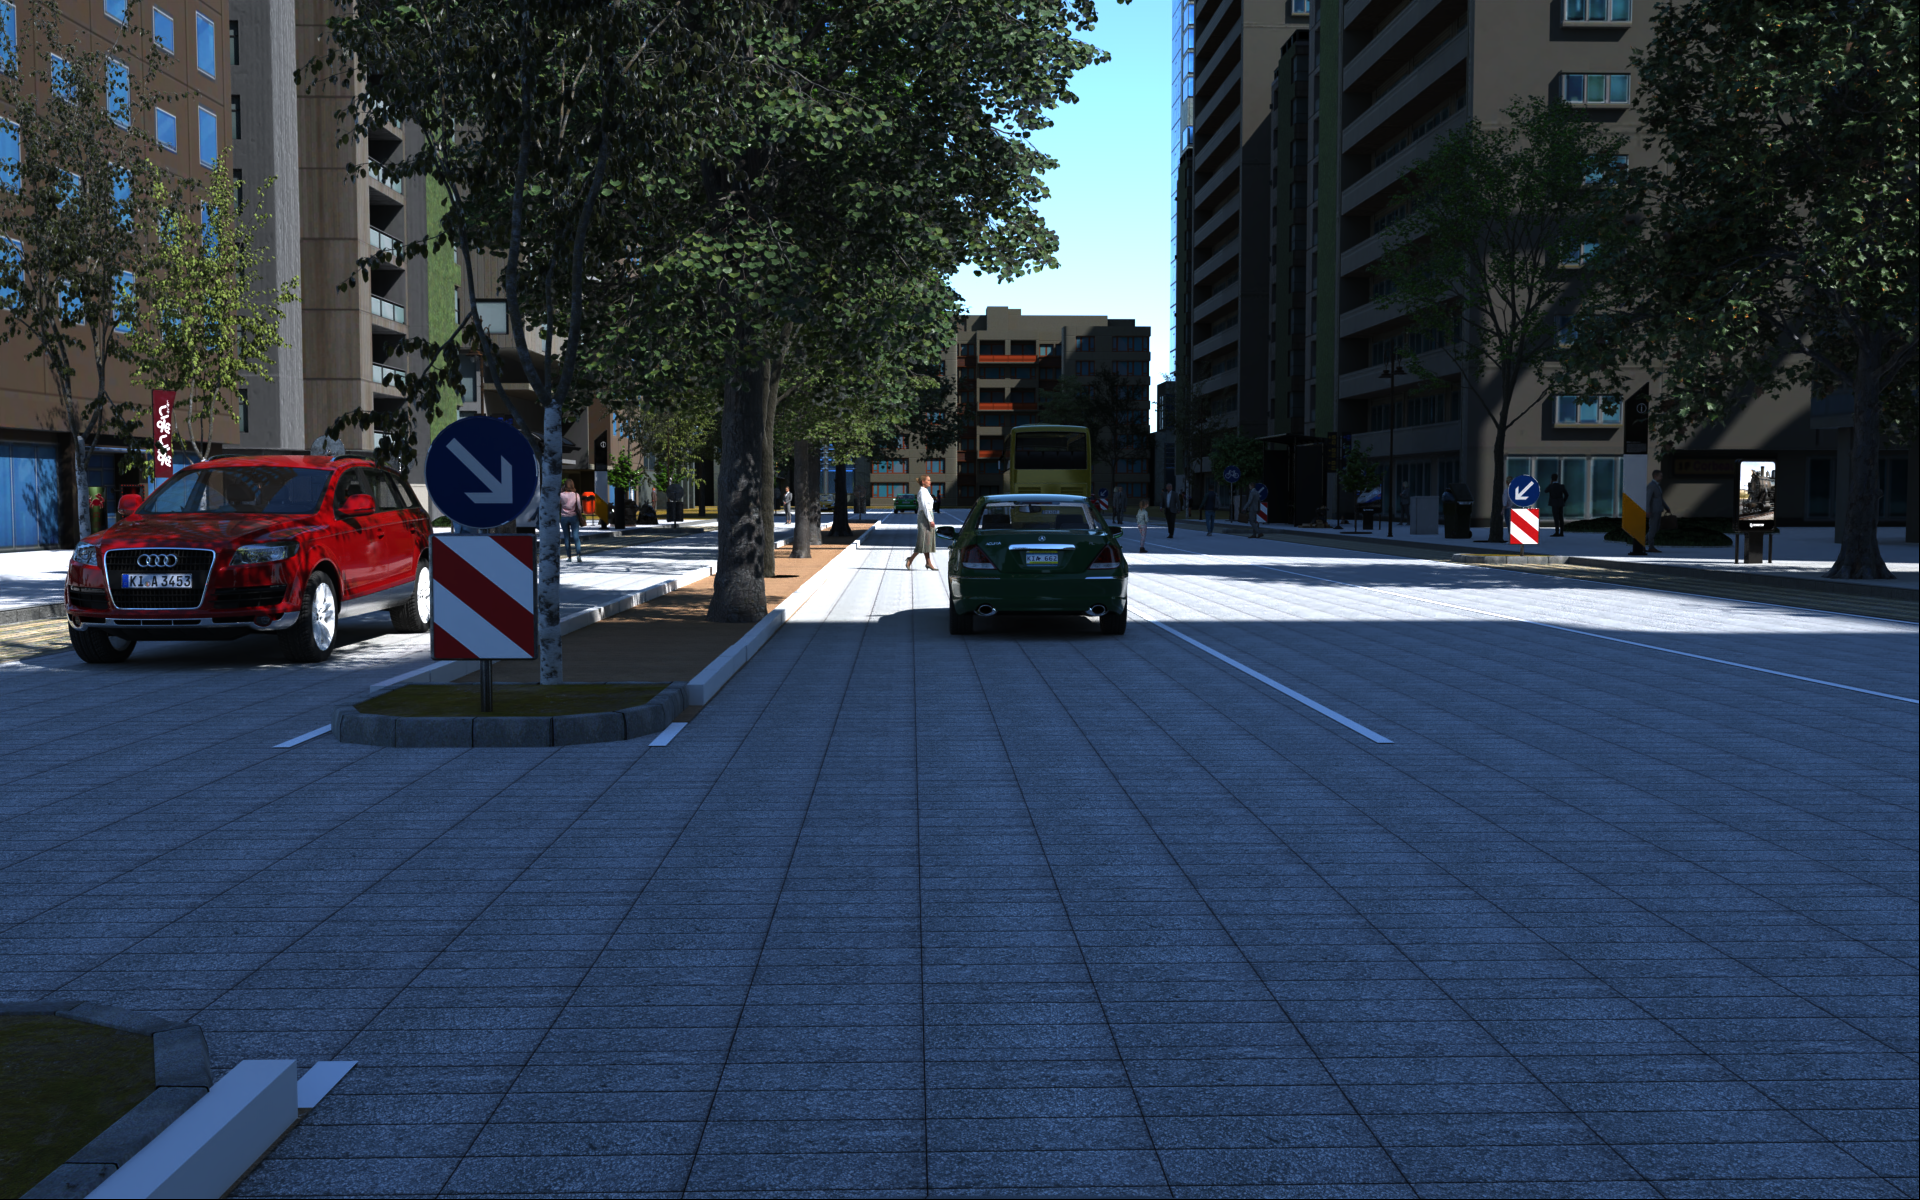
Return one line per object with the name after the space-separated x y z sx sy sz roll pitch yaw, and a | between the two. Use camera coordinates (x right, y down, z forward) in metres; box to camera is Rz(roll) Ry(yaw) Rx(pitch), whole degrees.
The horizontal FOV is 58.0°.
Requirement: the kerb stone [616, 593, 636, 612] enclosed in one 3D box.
-4.163 0.054 21.310 0.120 0.150 1.000 0 4 -2 | kerb stone

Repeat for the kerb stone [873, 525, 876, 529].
-3.339 -2.644 65.420 0.120 0.150 1.000 0 4 -2 | kerb stone

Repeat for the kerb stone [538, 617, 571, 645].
-4.046 0.306 17.200 0.120 0.150 1.000 0 4 -2 | kerb stone

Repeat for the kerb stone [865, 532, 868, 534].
-3.013 -1.953 54.125 0.120 0.150 1.000 0 4 -2 | kerb stone

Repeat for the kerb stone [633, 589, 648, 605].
-4.199 -0.009 22.337 0.120 0.150 1.000 0 4 -2 | kerb stone

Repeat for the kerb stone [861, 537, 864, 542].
-2.866 -1.637 48.997 0.120 0.150 1.000 0 4 -2 | kerb stone

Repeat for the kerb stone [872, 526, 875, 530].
-3.287 -2.518 63.365 0.120 0.150 1.000 0 4 -2 | kerb stone

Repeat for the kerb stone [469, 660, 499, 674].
-3.960 0.493 14.132 0.120 0.150 1.000 0 4 -2 | kerb stone

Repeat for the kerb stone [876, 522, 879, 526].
-3.525 -3.018 71.563 0.120 0.150 1.000 0 4 -2 | kerb stone

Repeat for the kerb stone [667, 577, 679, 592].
-4.281 -0.196 25.408 0.120 0.150 1.000 0 4 -2 | kerb stone

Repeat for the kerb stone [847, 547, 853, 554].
-2.604 -1.077 39.798 0.120 0.150 1.000 0 4 -2 | kerb stone

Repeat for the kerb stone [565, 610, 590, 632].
-4.077 0.242 18.240 0.120 0.150 1.000 0 4 -2 | kerb stone

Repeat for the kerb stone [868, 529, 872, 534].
-3.170 -2.267 59.266 0.120 0.150 1.000 0 4 -2 | kerb stone

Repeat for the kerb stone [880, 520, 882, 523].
-3.697 -3.396 77.715 0.120 0.150 1.000 0 4 -2 | kerb stone

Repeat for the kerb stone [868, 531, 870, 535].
-3.072 -2.072 56.181 0.120 0.150 1.000 0 4 -2 | kerb stone

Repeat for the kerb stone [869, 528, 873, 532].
-3.199 -2.330 60.295 0.120 0.150 1.000 0 4 -2 | kerb stone

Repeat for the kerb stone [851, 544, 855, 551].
-2.667 -1.202 41.843 0.120 0.150 1.000 0 4 -2 | kerb stone

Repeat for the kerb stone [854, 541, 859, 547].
-2.751 -1.389 44.909 0.120 0.150 1.000 0 4 -2 | kerb stone

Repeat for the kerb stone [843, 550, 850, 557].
-2.533 -0.952 37.755 0.120 0.150 1.000 0 4 -2 | kerb stone

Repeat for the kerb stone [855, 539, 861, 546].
-2.773 -1.451 45.932 0.120 0.150 1.000 0 4 -2 | kerb stone

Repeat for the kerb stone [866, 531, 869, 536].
-3.044 -2.016 55.158 0.120 0.150 1.000 0 4 -2 | kerb stone

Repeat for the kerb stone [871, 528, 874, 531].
-3.221 -2.392 61.317 0.120 0.150 1.000 0 4 -2 | kerb stone

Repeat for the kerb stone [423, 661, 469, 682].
-3.927 0.557 13.110 0.120 0.150 1.000 0 4 -2 | kerb stone

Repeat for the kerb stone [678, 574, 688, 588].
-4.319 -0.259 26.432 0.120 0.150 1.000 0 4 -2 | kerb stone

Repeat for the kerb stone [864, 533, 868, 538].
-2.985 -1.889 53.104 0.120 0.150 1.000 0 4 -2 | kerb stone

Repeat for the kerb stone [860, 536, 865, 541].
-2.900 -1.701 50.019 0.120 0.150 1.000 0 4 -2 | kerb stone

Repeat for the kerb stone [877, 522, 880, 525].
-3.547 -3.079 72.587 0.120 0.150 1.000 0 4 -2 | kerb stone

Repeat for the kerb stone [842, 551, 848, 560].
-2.512 -0.885 36.733 0.120 0.150 1.000 0 4 -2 | kerb stone

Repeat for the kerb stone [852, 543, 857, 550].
-2.694 -1.263 42.865 0.120 0.150 1.000 0 4 -2 | kerb stone

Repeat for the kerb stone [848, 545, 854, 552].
-2.628 -1.139 40.820 0.120 0.150 1.000 0 4 -2 | kerb stone

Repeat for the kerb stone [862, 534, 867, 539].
-2.957 -1.826 52.078 0.120 0.150 1.000 0 4 -2 | kerb stone

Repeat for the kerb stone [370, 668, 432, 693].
-3.902 0.618 12.088 0.120 0.150 1.000 0 4 -2 | kerb stone

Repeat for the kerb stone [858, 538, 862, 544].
-2.807 -1.514 46.953 0.120 0.150 1.000 0 4 -2 | kerb stone

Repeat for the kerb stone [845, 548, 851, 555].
-2.570 -1.014 38.777 0.120 0.150 1.000 0 4 -2 | kerb stone

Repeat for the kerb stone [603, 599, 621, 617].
-4.140 0.121 20.289 0.120 0.150 1.000 0 4 -2 | kerb stone

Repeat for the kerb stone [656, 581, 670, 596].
-4.248 -0.134 24.386 0.120 0.150 1.000 0 4 -2 | kerb stone

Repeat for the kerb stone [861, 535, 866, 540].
-2.925 -1.764 51.044 0.120 0.150 1.000 0 4 -2 | kerb stone

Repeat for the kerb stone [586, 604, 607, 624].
-4.106 0.182 19.267 0.120 0.150 1.000 0 4 -2 | kerb stone

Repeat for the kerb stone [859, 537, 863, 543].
-2.841 -1.577 47.975 0.120 0.150 1.000 0 4 -2 | kerb stone

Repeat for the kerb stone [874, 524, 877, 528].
-3.406 -2.769 67.468 0.120 0.150 1.000 0 4 -2 | kerb stone

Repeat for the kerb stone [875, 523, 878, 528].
-3.463 -2.888 69.519 0.120 0.150 1.000 0 4 -2 | kerb stone

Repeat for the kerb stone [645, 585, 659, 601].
-4.222 -0.071 23.365 0.120 0.150 1.000 0 4 -2 | kerb stone

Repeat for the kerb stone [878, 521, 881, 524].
-3.603 -3.208 74.640 0.120 0.150 1.000 0 4 -2 | kerb stone

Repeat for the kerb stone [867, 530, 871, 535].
-3.107 -2.136 57.211 0.120 0.150 1.000 0 4 -2 | kerb stone

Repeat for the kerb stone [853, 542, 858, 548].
-2.713 -1.327 43.888 0.120 0.150 1.000 0 4 -2 | kerb stone
